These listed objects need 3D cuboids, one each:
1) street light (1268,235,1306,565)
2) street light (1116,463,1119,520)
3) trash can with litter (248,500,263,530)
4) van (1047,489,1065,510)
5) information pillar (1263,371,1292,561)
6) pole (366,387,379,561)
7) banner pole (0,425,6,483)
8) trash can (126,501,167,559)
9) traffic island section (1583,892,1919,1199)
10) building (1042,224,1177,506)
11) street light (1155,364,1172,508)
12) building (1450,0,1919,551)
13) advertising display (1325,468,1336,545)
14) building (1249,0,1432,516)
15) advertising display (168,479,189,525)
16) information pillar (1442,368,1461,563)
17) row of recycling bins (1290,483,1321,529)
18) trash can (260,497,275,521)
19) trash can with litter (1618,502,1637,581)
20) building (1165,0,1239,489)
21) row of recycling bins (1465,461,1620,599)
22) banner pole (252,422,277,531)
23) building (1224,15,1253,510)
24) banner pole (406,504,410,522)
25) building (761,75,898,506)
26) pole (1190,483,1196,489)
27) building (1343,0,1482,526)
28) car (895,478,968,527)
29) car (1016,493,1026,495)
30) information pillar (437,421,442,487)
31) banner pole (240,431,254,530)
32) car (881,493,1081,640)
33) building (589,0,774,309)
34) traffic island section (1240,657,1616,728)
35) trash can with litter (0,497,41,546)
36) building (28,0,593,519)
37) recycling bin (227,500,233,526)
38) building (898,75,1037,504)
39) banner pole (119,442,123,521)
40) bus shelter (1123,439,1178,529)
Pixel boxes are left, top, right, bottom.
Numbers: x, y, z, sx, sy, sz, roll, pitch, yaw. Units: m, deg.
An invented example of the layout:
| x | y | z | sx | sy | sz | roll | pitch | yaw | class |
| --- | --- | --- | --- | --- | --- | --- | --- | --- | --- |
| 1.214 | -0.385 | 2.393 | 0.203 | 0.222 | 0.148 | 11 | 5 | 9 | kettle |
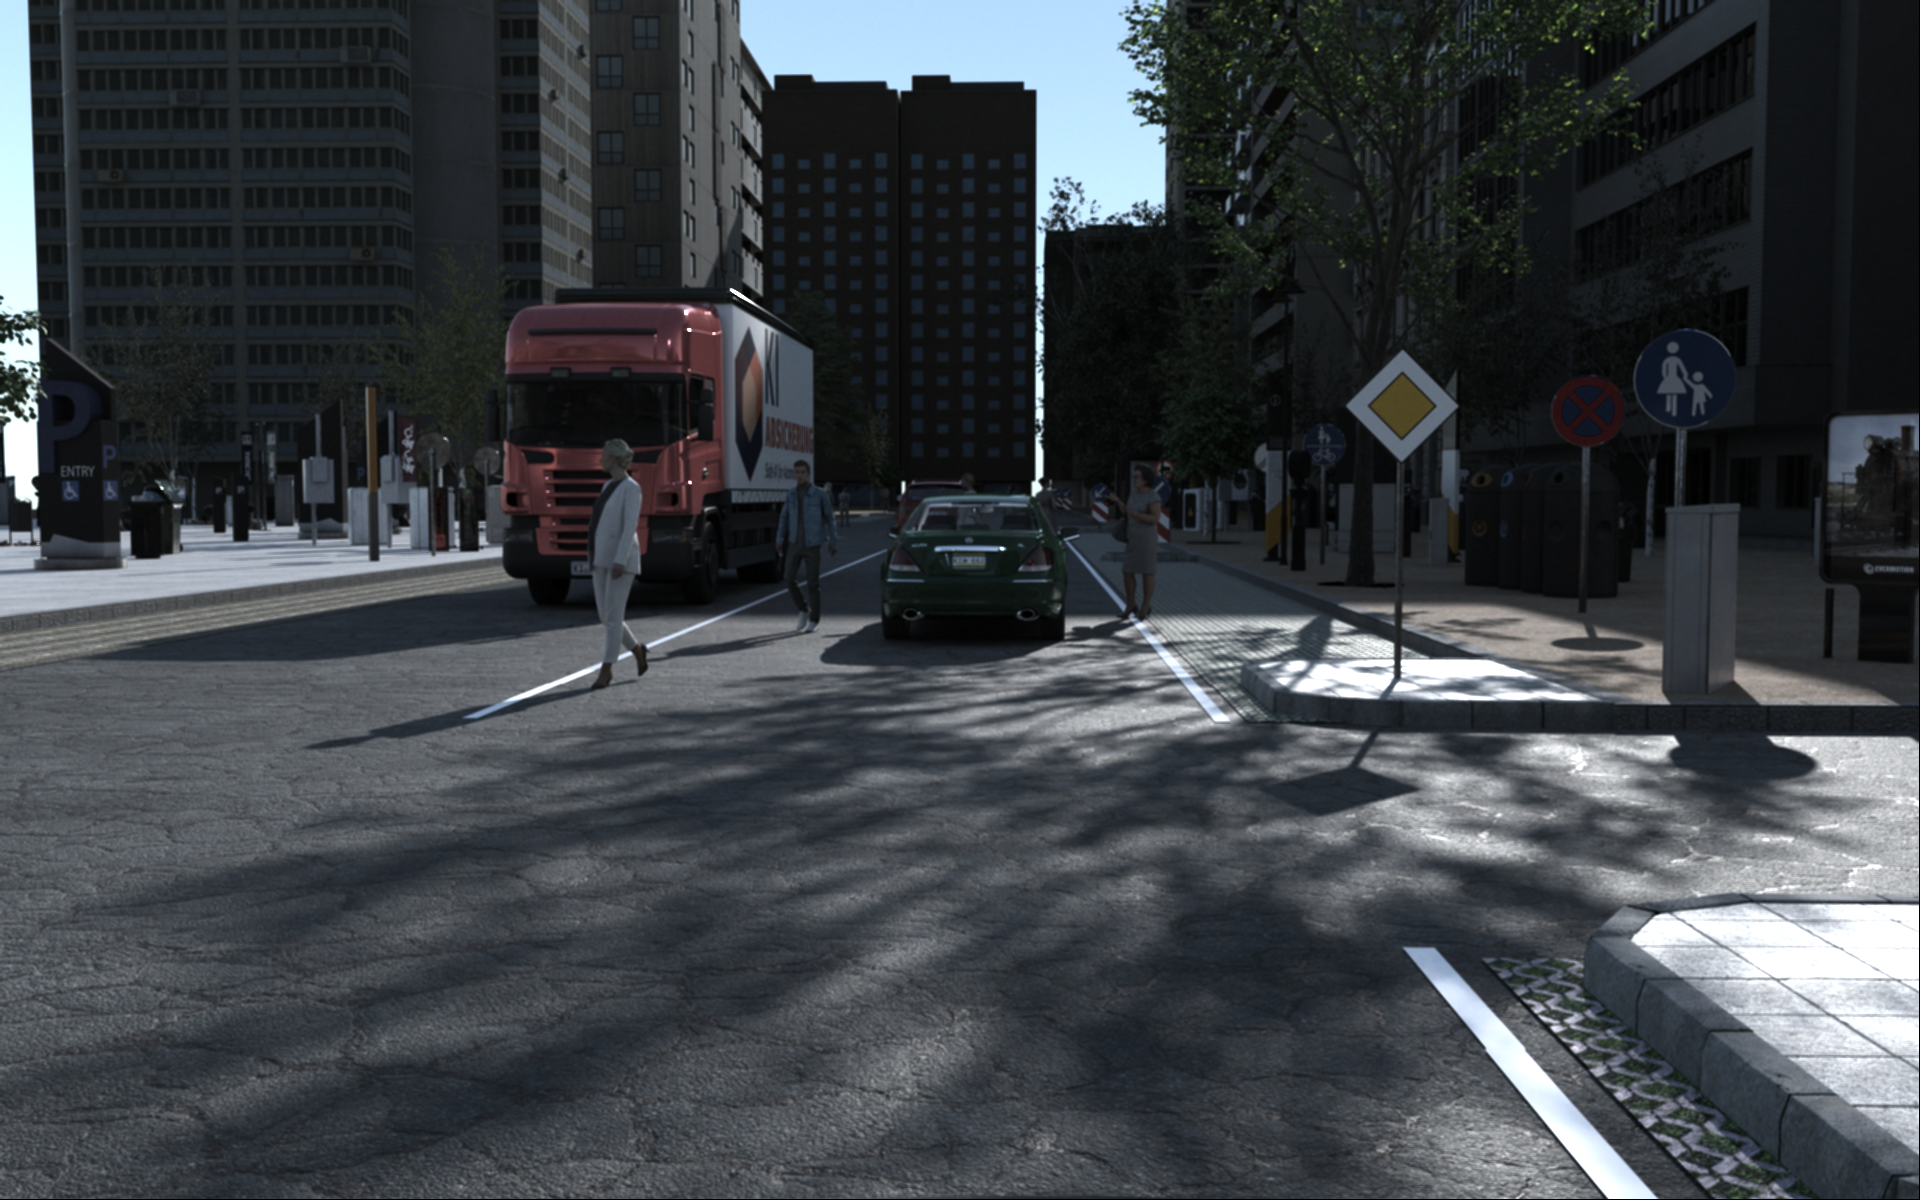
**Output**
| x | y | z | sx | sy | sz | roll | pitch | yaw | class |
| --- | --- | --- | --- | --- | --- | --- | --- | --- | --- |
| 5.854 | -3.569 | 31.141 | 0.468 | 5.910 | 1.993 | 0 | 4 | 2 | street light |
| 7.820 | -6.913 | 85.816 | 0.468 | 5.910 | 1.993 | 0 | 4 | 2 | street light |
| -25.608 | -3.129 | 62.546 | 1.055 | 1.170 | 0.624 | 2 | 4 | 28 | trash can with litter |
| 7.953 | -8.576 | 147.226 | 2.013 | 2.044 | 4.112 | 0 | 4 | 2 | van |
| 6.056 | -2.547 | 32.995 | 0.504 | 3.616 | 0.183 | -1 | 4 | -12 | information pillar |
| -11.230 | -2.401 | 33.107 | 0.158 | 3.312 | 0.155 | 0 | 3 | 0 | pole |
| -27.059 | -3.576 | 48.492 | 0.401 | 3.779 | 0.863 | 1 | 4 | 18 | banner pole |
| -16.194 | -1.398 | 34.505 | 0.748 | 1.137 | 0.748 | 0 | 3 | 0 | trash can |
| 2.766 | 1.112 | 4.101 | 2.009 | 0.180 | 2.903 | 0 | 4 | 2 | traffic island section |
| 16.025 | -25.484 | 188.362 | 14.107 | 30.474 | 14.160 | 0 | 4 | 2 | building |
| 6.872 | -5.258 | 58.759 | 0.468 | 5.910 | 1.993 | 0 | 4 | 2 | street light |
| 25.078 | -14.204 | 51.304 | 14.314 | 24.678 | 30.058 | 0 | 4 | 2 | building |
| 9.565 | -2.330 | 43.317 | 0.974 | 1.923 | 0.123 | -1 | 4 | -20 | advertising display |
| 30.482 | -29.712 | 109.493 | 21.300 | 48.544 | 21.600 | 0 | 4 | 2 | building |
| -32.927 | -4.144 | 72.973 | 0.974 | 1.923 | 0.123 | 1 | 4 | 22 | advertising display |
| 9.221 | -2.518 | 32.520 | 0.183 | 3.616 | 0.504 | -1 | 4 | -15 | information pillar |
| 13.335 | -3.536 | 64.924 | 3.534 | 1.692 | 1.069 | 2 | 4 | 33 | row of recycling bins |
| -33.401 | -4.400 | 83.585 | 0.748 | 1.137 | 0.748 | 0 | 3 | 0 | trash can |
| 9.395 | -0.863 | 25.494 | 0.624 | 1.170 | 1.055 | -3 | 5 | -39 | trash can with litter |
| 33.531 | -45.975 | 189.942 | 20.611 | 71.187 | 20.563 | 0 | 4 | 2 | building |
| 7.688 | -0.969 | 22.959 | 1.069 | 1.692 | 3.534 | 0 | 4 | -4 | row of recycling bins |
| -24.111 | -4.306 | 60.420 | 0.863 | 3.779 | 0.401 | 2 | 4 | 28 | banner pole |
| 32.848 | -31.546 | 135.386 | 23.786 | 49.044 | 30.456 | 0 | 4 | 2 | building |
| -25.707 | -5.561 | 80.931 | 0.401 | 3.779 | 0.863 | 2 | 4 | 24 | banner pole |
| -13.364 | -32.928 | 188.478 | 14.200 | 45.320 | 14.600 | 0 | 4 | 2 | building |
| 8.268 | -4.134 | 61.433 | 0.158 | 3.312 | 0.155 | 0 | 3 | 0 | pole |
| 24.023 | -15.136 | 76.351 | 11.050 | 23.489 | 19.941 | 0 | 4 | 2 | building |
| -0.499 | -2.125 | 43.421 | 2.281 | 1.827 | 5.304 | 0 | 4 | 2 | car |
| 3.837 | -6.580 | 116.375 | 1.959 | 1.807 | 4.718 | 0 | 4 | 4 | car |
| -16.708 | -3.933 | 55.667 | 0.183 | 3.616 | 0.504 | -1 | 4 | -11 | information pillar |
| -24.959 | -4.343 | 61.026 | 0.401 | 3.779 | 0.863 | 2 | 4 | 29 | banner pole |
| 0.228 | -0.410 | 18.497 | 2.131 | 1.459 | 4.920 | 0 | 4 | 4 | car |
| -34.488 | -37.148 | 196.615 | 27.495 | 52.752 | 28.713 | 0 | 4 | 2 | building |
| 3.068 | 0.624 | 12.080 | 2.009 | 0.180 | 2.903 | 0 | 4 | 2 | traffic island section |
| -23.778 | -1.962 | 43.143 | 2.233 | 1.210 | 1.678 | -1 | 4 | -10 | trash can with litter |
| -34.929 | -24.972 | 100.179 | 32.217 | 40.220 | 23.993 | 0 | 4 | 2 | building |
| -29.226 | -3.516 | 70.038 | 0.722 | 1.027 | 0.722 | -2 | 4 | -27 | recycling bin |
| 1.132 | -32.939 | 188.666 | 14.200 | 45.320 | 14.600 | 0 | 4 | 2 | building |
| -40.640 | -5.722 | 83.579 | 0.401 | 3.779 | 0.863 | 1 | 4 | 11 | banner pole |
| 7.446 | -4.462 | 66.872 | 2.014 | 3.302 | 5.546 | 0 | 4 | 2 | bus shelter |
